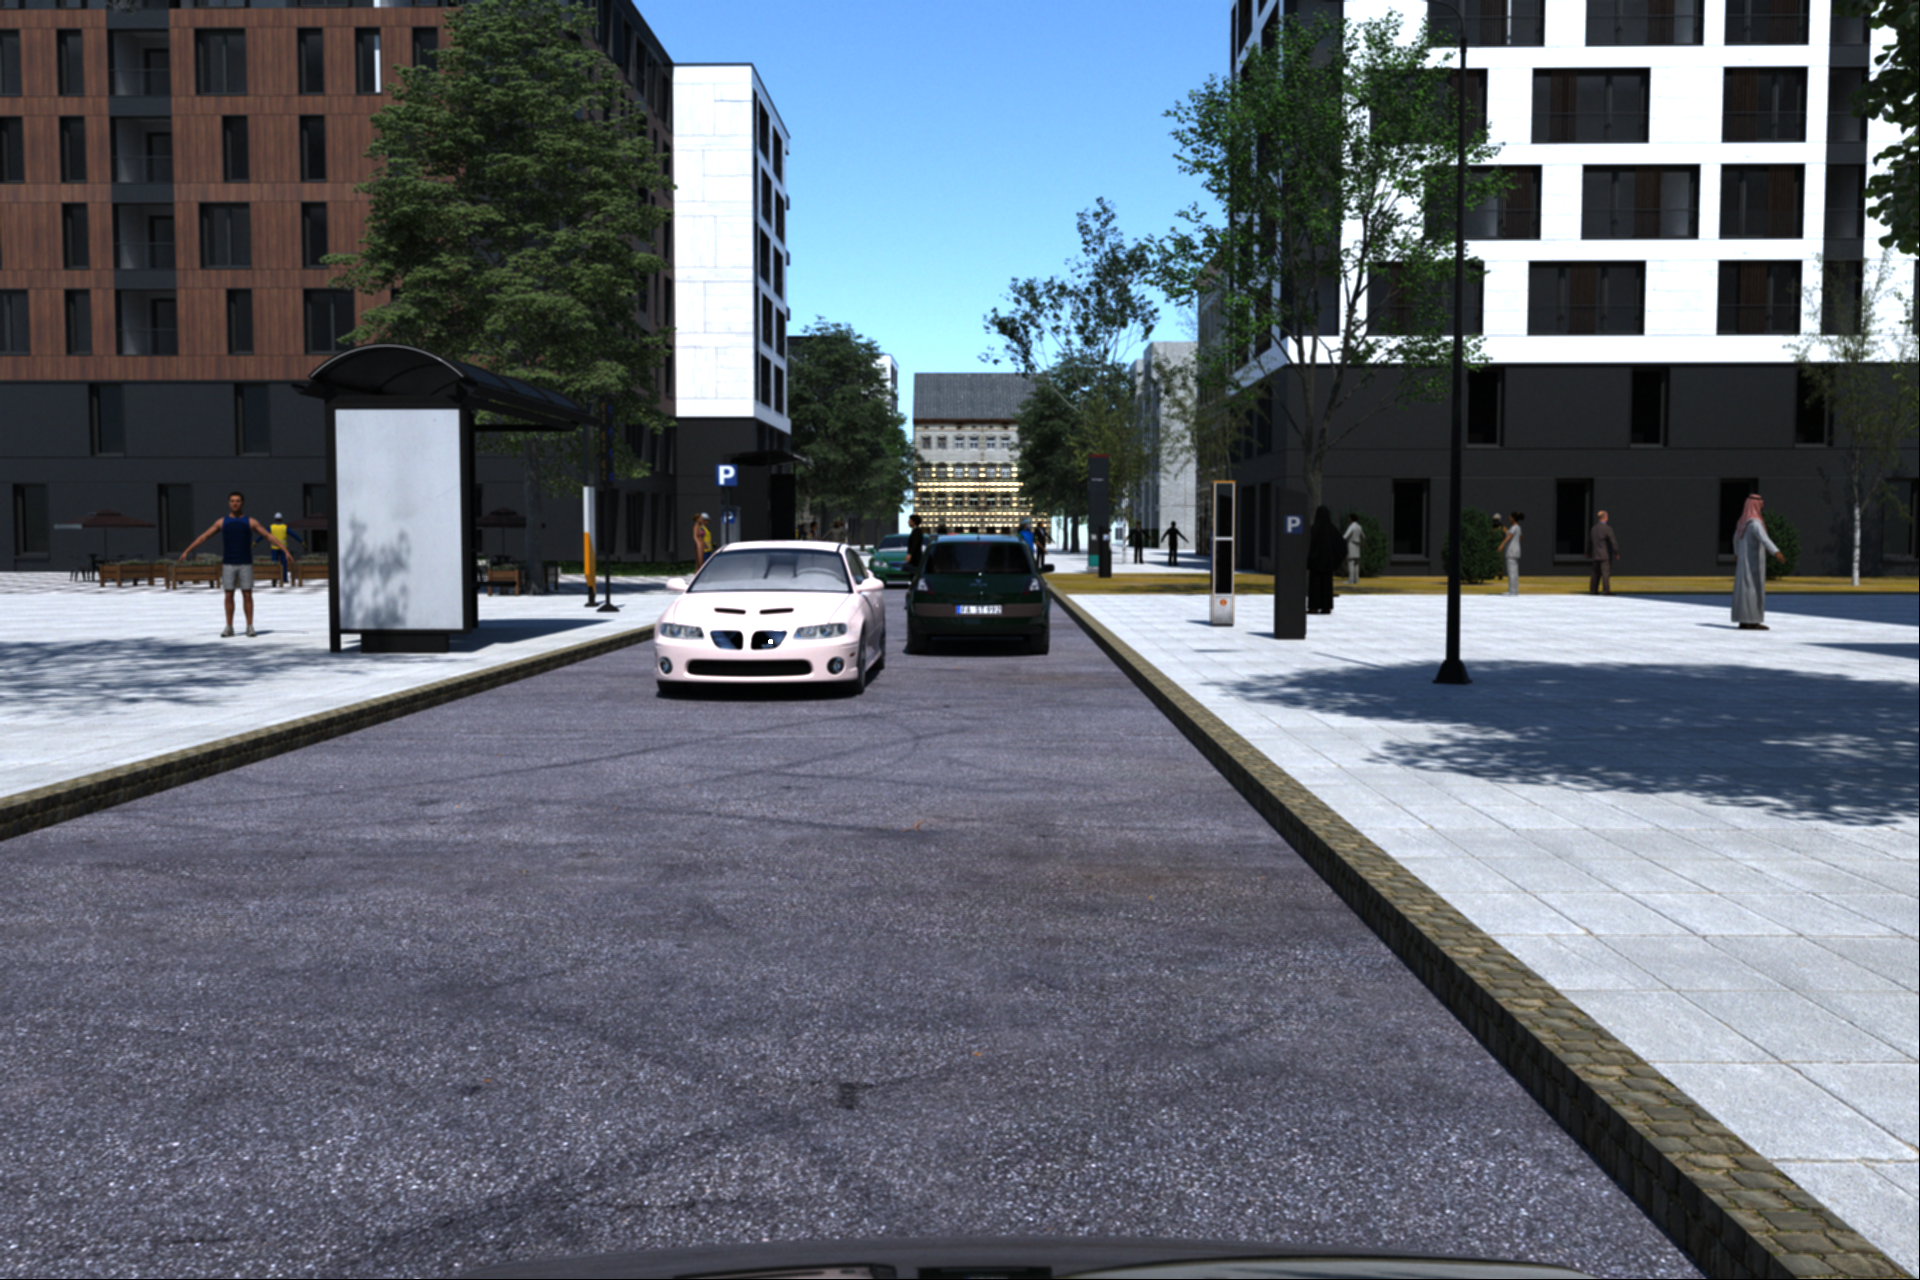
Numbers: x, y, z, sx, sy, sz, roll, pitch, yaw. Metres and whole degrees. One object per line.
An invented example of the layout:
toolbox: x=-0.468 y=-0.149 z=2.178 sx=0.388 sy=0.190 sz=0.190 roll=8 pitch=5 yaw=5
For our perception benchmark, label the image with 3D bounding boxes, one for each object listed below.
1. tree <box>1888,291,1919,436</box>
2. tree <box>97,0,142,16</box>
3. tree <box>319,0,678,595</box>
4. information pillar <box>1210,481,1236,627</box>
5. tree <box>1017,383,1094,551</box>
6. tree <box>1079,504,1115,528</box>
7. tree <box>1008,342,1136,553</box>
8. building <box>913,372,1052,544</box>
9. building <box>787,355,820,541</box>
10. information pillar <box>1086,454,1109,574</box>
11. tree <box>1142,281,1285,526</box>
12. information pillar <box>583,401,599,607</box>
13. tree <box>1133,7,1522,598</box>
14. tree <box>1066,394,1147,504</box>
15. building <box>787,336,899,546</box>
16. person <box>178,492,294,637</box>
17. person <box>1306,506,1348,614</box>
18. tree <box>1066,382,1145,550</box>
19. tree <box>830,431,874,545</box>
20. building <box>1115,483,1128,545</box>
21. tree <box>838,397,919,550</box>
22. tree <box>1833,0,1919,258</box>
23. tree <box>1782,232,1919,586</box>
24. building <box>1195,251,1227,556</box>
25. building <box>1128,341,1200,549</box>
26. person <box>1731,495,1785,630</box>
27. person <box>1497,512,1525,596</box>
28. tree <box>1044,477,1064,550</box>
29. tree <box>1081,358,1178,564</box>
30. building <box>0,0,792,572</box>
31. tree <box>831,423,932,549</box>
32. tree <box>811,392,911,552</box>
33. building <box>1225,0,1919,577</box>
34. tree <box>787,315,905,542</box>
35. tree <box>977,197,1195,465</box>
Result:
tree: x=27.620 y=-5.958 z=47.769 sx=4.737 sy=8.622 sz=4.395 roll=0 pitch=3 yaw=0
tree: x=-8.946 y=-6.108 z=10.239 sx=12.009 sy=13.543 sz=11.850 roll=0 pitch=3 yaw=0
tree: x=-9.267 y=-7.198 z=35.814 sx=7.486 sy=12.596 sz=7.792 roll=0 pitch=3 yaw=0
information pillar: x=3.648 y=-1.198 z=24.074 sx=0.304 sy=2.012 sz=0.304 roll=0 pitch=4 yaw=1
tree: x=7.956 y=-12.943 z=129.752 sx=7.486 sy=12.596 sz=7.792 roll=0 pitch=3 yaw=0
tree: x=18.879 y=-19.234 z=232.597 sx=7.486 sy=12.596 sz=7.792 roll=0 pitch=3 yaw=0
tree: x=7.844 y=-12.839 z=116.575 sx=9.857 sy=13.997 sz=8.962 roll=0 pitch=3 yaw=0
building: x=2.861 y=-24.522 z=234.314 sx=18.063 sy=23.208 sz=19.493 roll=0 pitch=4 yaw=0
building: x=-23.480 y=-20.304 z=162.892 sx=19.493 sy=23.208 sz=18.063 roll=0 pitch=4 yaw=1
information pillar: x=4.516 y=-4.107 z=56.533 sx=0.750 sy=3.857 sz=0.750 roll=0 pitch=4 yaw=0
tree: x=7.768 y=-6.073 z=49.662 sx=4.360 sy=8.622 sz=3.978 roll=0 pitch=3 yaw=0
information pillar: x=-6.514 y=-2.390 z=30.438 sx=0.183 sy=3.616 sz=0.504 roll=0 pitch=4 yaw=2
tree: x=7.237 y=-6.686 z=35.068 sx=9.928 sy=11.665 sz=9.643 roll=0 pitch=3 yaw=0
tree: x=7.052 y=-8.499 z=89.313 sx=4.360 sy=8.622 sz=3.978 roll=0 pitch=3 yaw=0
building: x=-21.854 y=-21.476 z=195.112 sx=27.936 sy=21.610 sz=32.646 roll=0 pitch=4 yaw=2
person: x=-9.029 y=-0.947 z=21.644 sx=1.345 sy=1.807 sz=0.704 roll=-1 pitch=4 yaw=-16
person: x=5.744 y=-1.284 z=27.788 sx=1.214 sy=1.737 sz=0.721 roll=-2 pitch=4 yaw=-27
tree: x=7.190 y=-8.130 z=83.290 sx=4.737 sy=8.622 sz=4.395 roll=0 pitch=3 yaw=0
tree: x=-7.544 y=-10.156 z=116.420 sx=4.737 sy=8.622 sz=4.395 roll=0 pitch=3 yaw=0
building: x=24.258 y=-16.370 z=209.794 sx=9.099 sy=9.664 sz=28.070 roll=0 pitch=4 yaw=1
tree: x=-7.046 y=-13.801 z=143.777 sx=7.486 sy=12.596 sz=7.792 roll=0 pitch=3 yaw=0
tree: x=6.033 y=-5.466 z=7.494 sx=7.486 sy=12.596 sz=7.792 roll=0 pitch=3 yaw=0
tree: x=22.010 y=-5.650 z=42.734 sx=4.360 sy=8.622 sz=3.978 roll=0 pitch=3 yaw=0
building: x=23.472 y=-16.170 z=95.300 sx=19.493 sy=23.208 sz=18.063 roll=0 pitch=4 yaw=1
building: x=26.057 y=-18.409 z=167.437 sx=16.747 sy=18.905 sz=31.486 roll=0 pitch=4 yaw=1
person: x=10.686 y=-1.050 z=23.307 sx=0.704 sy=1.811 sz=1.347 roll=0 pitch=4 yaw=1
person: x=11.430 y=-1.790 z=36.042 sx=0.721 sy=1.739 sz=1.217 roll=2 pitch=4 yaw=35
tree: x=7.889 y=-11.810 z=143.455 sx=4.360 sy=8.622 sz=3.978 roll=0 pitch=3 yaw=0
tree: x=6.779 y=-7.538 z=73.608 sx=4.360 sy=8.622 sz=3.978 roll=0 pitch=3 yaw=0
building: x=-22.984 y=-14.046 z=73.628 sx=27.936 sy=21.610 sz=32.646 roll=0 pitch=4 yaw=1
tree: x=-6.464 y=-12.278 z=135.152 sx=8.767 sy=10.594 sz=7.601 roll=0 pitch=4 yaw=-3
tree: x=-7.157 y=-12.152 z=124.438 sx=9.928 sy=11.665 sz=9.643 roll=0 pitch=3 yaw=0
building: x=24.114 y=-13.686 z=67.741 sx=27.936 sy=21.610 sz=32.646 roll=0 pitch=4 yaw=1
tree: x=-7.926 y=-11.988 z=102.665 sx=9.857 sy=13.997 sz=8.962 roll=0 pitch=3 yaw=0
tree: x=7.252 y=-14.948 z=100.295 sx=12.611 sy=20.169 sz=13.585 roll=0 pitch=3 yaw=0
